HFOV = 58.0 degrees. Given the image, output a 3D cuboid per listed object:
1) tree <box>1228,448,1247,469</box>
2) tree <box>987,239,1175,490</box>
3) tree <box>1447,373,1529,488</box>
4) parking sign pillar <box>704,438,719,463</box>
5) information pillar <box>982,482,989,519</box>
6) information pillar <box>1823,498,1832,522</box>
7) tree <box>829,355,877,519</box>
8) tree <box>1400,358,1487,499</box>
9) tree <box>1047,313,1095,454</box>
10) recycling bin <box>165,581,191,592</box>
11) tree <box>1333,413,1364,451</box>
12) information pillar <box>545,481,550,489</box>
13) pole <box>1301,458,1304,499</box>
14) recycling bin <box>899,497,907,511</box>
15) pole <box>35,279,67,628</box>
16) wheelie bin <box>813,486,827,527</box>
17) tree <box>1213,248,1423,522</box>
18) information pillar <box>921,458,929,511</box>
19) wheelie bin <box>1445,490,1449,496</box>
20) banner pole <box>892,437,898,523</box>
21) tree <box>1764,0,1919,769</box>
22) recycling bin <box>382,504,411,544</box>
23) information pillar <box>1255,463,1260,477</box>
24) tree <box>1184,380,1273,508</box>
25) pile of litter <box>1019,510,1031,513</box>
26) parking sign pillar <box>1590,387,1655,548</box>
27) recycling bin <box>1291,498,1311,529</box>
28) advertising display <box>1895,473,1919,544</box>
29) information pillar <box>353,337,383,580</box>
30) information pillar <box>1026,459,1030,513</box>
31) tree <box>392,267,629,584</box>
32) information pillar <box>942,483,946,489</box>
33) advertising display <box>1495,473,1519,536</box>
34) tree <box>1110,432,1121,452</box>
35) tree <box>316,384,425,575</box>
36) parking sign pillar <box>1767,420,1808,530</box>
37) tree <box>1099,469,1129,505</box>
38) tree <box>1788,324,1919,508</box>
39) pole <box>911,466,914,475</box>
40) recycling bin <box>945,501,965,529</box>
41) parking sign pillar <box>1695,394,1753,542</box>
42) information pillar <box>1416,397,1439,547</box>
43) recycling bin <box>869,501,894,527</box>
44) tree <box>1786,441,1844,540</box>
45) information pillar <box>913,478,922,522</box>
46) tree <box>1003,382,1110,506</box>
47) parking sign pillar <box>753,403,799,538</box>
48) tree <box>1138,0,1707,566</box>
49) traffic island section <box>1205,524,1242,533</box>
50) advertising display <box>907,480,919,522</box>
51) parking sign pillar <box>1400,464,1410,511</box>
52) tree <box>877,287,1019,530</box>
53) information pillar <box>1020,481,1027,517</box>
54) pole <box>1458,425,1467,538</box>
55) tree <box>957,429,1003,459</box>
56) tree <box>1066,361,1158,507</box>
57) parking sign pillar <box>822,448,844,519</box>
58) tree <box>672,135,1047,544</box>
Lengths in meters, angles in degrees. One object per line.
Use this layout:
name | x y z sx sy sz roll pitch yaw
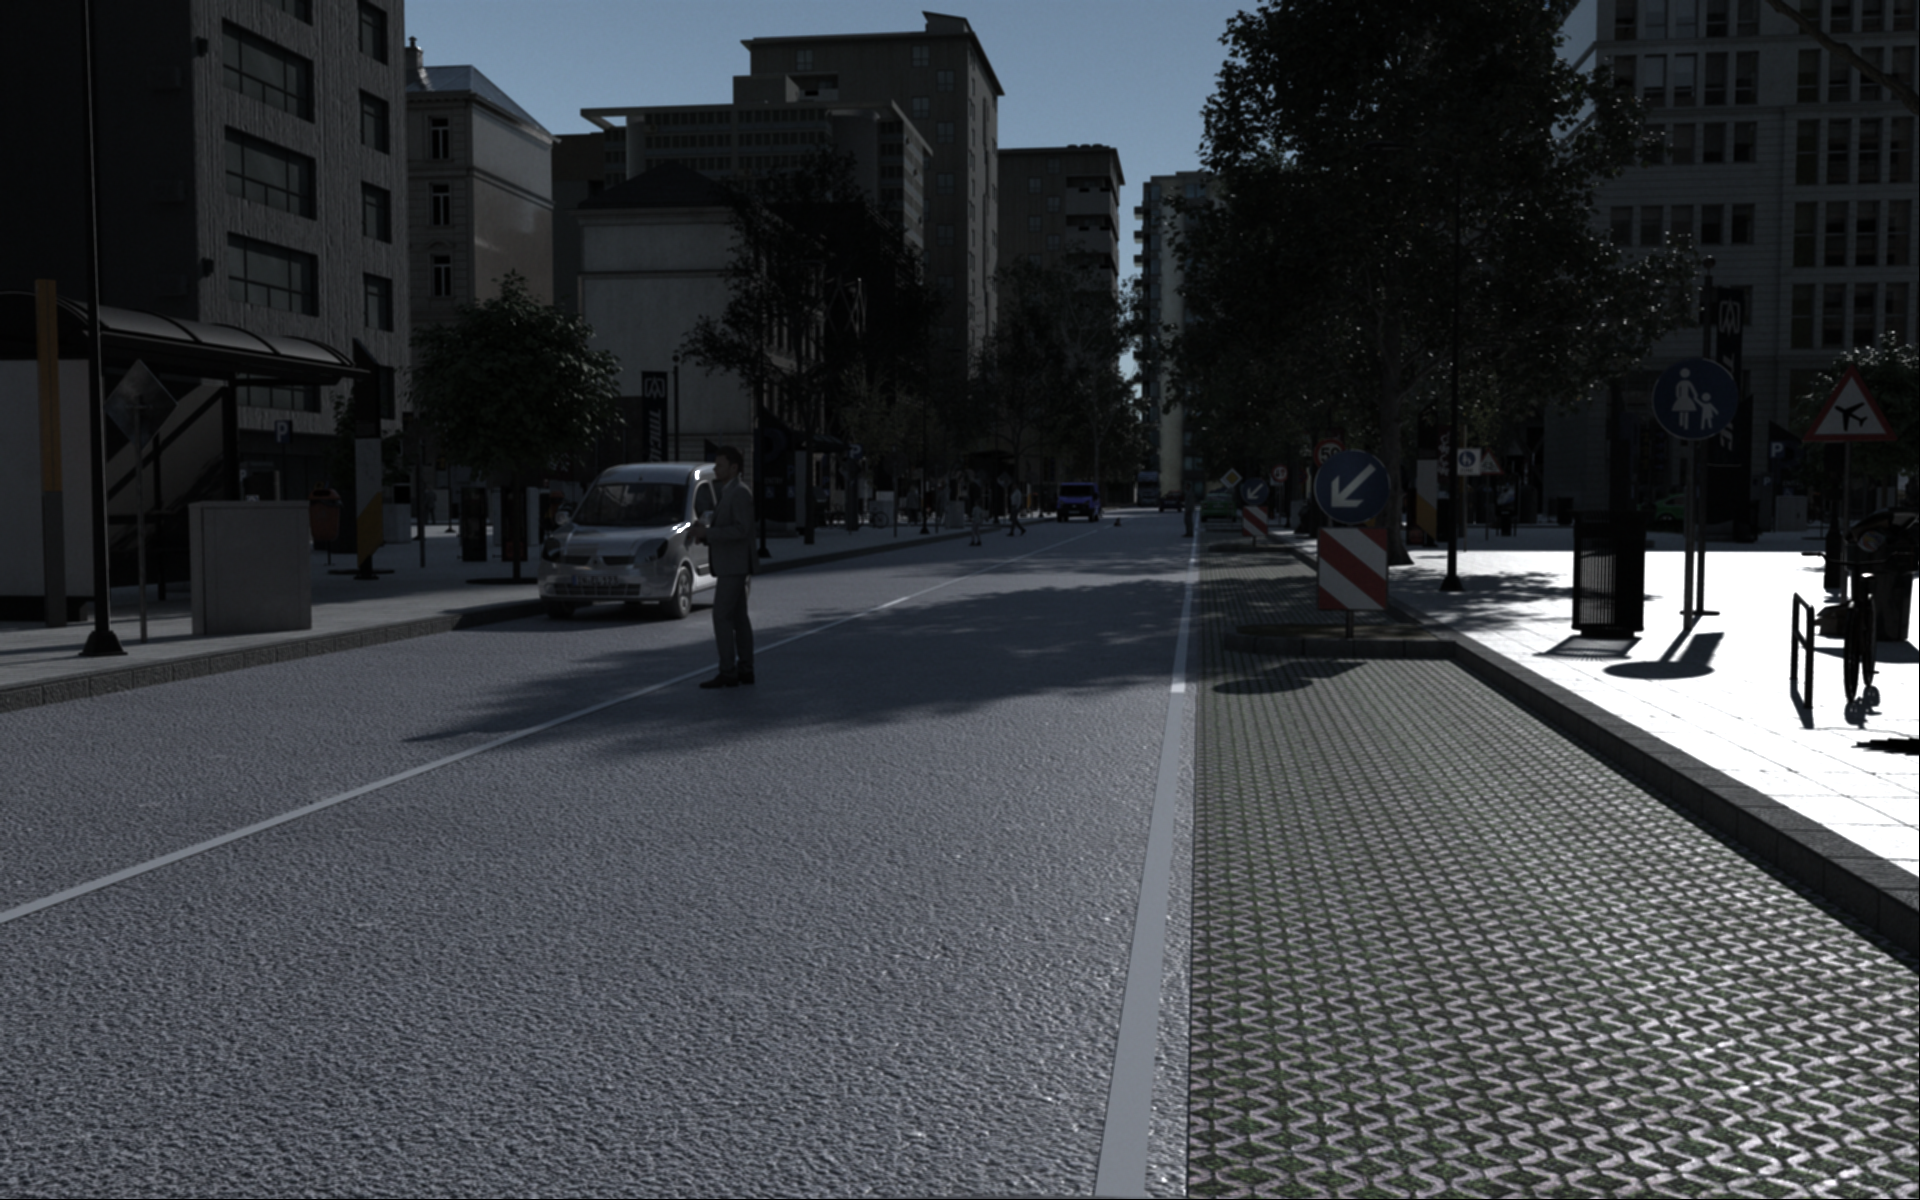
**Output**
tree | 27.138 -13.410 169.622 4.737 8.622 4.395 0 3 0
tree | 8.691 -16.560 126.649 12.611 20.169 13.585 0 3 0
tree | 25.136 -8.002 81.202 4.360 8.622 3.978 0 3 0
parking sign pillar | -11.554 -5.778 82.936 1.447 3.967 1.447 -1 4 -17
information pillar | 1.279 -5.075 87.473 0.304 2.012 0.304 -2 4 -25
information pillar | 39.485 -4.542 78.760 0.304 2.012 0.304 3 4 36
tree | -4.698 -8.575 90.570 4.360 8.622 3.978 0 3 0
tree | 25.068 -8.527 89.773 4.737 8.622 4.395 0 3 0
tree | 2.793 -9.015 81.802 7.601 10.594 8.767 1 4 17
recycling bin | -10.142 -0.638 22.979 0.722 1.027 0.722 0 4 -2
tree | 30.471 -11.623 140.395 4.737 8.622 4.395 0 3 0
information pillar | -22.427 -5.506 94.514 0.304 2.012 0.304 1 4 17
pole | 18.474 -6.098 93.545 0.158 3.312 0.155 0 3 0
recycling bin | -4.013 -7.070 128.141 0.722 1.027 0.722 -2 4 -33
pole | -8.706 -1.391 16.581 0.158 3.312 0.155 0 3 0
wheelie bin | -5.628 -3.626 67.197 0.693 1.594 0.980 3 5 41
tree | 12.262 -8.609 58.880 7.486 12.596 7.792 0 3 0
information pillar | -2.312 -7.499 113.969 0.504 3.616 0.183 0 4 0
wheelie bin | 24.768 -4.835 86.960 0.980 1.594 0.693 -3 5 -41
banner pole | -2.859 -5.277 76.291 0.401 3.779 0.863 -1 4 -20
tree | 4.946 -5.044 8.220 9.928 11.665 9.643 0 3 0
recycling bin | -14.722 -1.978 44.892 0.722 1.027 0.722 1 4 12
information pillar | 20.178 -7.739 117.893 0.504 3.616 0.183 -1 4 -16
tree | 25.477 -15.475 159.666 9.857 13.997 8.962 0 3 0
pile of litter | 4.243 -6.297 116.925 1.176 0.858 1.719 -3 5 -43
parking sign pillar | 15.886 -3.238 41.409 1.447 3.967 1.447 2 4 31
recycling bin | 12.568 -3.099 63.225 0.722 1.027 0.722 -2 4 -33
advertising display | 20.008 -1.900 36.271 0.123 1.923 0.974 -1 4 -16
information pillar | -8.849 -2.111 25.875 0.504 3.616 0.183 2 4 31
information pillar | 4.497 -7.534 114.530 0.183 3.616 0.504 -2 4 -27
tree | -6.552 -2.533 25.125 4.285 4.588 4.351 0 3 0
information pillar | -1.514 -8.882 149.715 0.304 2.012 0.304 1 4 22
advertising display | 16.689 -2.915 52.866 0.123 1.923 0.974 -1 4 -20
tree | 15.554 -14.380 185.472 4.737 8.622 4.395 0 3 0
tree | -9.740 -2.033 27.837 1.663 3.219 1.824 0 3 0
parking sign pillar | 29.876 -4.529 62.522 1.447 3.967 1.447 1 4 16
tree | 17.500 -13.091 197.756 4.285 4.588 4.351 0 3 0
tree | 17.994 -3.060 33.744 4.285 4.588 4.351 0 3 0
pole | -3.416 -8.017 124.926 0.158 3.312 0.155 0 3 0
recycling bin | -0.193 -3.188 64.675 0.722 1.027 0.722 0 4 2
parking sign pillar | 20.711 -3.578 46.966 1.447 3.967 1.447 0 4 7
information pillar | 11.283 -3.083 41.767 0.504 3.616 0.183 2 4 28
recycling bin | -3.059 -3.350 67.328 0.722 1.027 0.722 3 4 36
tree | 24.255 -3.325 48.967 1.663 3.219 1.824 0 3 0
information pillar | -1.946 -4.580 79.380 0.304 2.012 0.304 -1 4 -22
tree | 6.167 -9.792 110.461 4.737 8.622 4.395 0 3 0
parking sign pillar | -5.466 -3.816 50.867 1.447 3.967 1.447 2 4 34
tree | 7.900 -6.989 31.279 9.611 12.733 9.660 0 3 0
traffic island section | 10.311 -2.648 65.578 2.009 0.180 2.903 0 4 8
advertising display | -2.127 -4.489 78.613 0.123 1.923 0.974 2 4 23
parking sign pillar | 33.549 -8.760 131.690 1.447 3.967 1.447 -1 4 -18
tree | -0.222 -6.850 62.355 4.360 8.622 3.978 0 3 0
information pillar | 3.522 -5.613 96.267 0.304 2.012 0.304 3 5 43
pole | 14.757 -3.488 50.876 0.158 3.312 0.155 0 3 0
tree | 1.309 -11.707 141.764 4.737 8.622 4.395 0 3 0
tree | 13.839 -15.844 165.702 9.857 13.997 8.962 0 3 0
parking sign pillar | -6.402 -5.872 84.473 1.447 3.967 1.447 0 4 7
tree | -3.631 -6.719 44.265 8.767 10.594 7.601 3 4 37
